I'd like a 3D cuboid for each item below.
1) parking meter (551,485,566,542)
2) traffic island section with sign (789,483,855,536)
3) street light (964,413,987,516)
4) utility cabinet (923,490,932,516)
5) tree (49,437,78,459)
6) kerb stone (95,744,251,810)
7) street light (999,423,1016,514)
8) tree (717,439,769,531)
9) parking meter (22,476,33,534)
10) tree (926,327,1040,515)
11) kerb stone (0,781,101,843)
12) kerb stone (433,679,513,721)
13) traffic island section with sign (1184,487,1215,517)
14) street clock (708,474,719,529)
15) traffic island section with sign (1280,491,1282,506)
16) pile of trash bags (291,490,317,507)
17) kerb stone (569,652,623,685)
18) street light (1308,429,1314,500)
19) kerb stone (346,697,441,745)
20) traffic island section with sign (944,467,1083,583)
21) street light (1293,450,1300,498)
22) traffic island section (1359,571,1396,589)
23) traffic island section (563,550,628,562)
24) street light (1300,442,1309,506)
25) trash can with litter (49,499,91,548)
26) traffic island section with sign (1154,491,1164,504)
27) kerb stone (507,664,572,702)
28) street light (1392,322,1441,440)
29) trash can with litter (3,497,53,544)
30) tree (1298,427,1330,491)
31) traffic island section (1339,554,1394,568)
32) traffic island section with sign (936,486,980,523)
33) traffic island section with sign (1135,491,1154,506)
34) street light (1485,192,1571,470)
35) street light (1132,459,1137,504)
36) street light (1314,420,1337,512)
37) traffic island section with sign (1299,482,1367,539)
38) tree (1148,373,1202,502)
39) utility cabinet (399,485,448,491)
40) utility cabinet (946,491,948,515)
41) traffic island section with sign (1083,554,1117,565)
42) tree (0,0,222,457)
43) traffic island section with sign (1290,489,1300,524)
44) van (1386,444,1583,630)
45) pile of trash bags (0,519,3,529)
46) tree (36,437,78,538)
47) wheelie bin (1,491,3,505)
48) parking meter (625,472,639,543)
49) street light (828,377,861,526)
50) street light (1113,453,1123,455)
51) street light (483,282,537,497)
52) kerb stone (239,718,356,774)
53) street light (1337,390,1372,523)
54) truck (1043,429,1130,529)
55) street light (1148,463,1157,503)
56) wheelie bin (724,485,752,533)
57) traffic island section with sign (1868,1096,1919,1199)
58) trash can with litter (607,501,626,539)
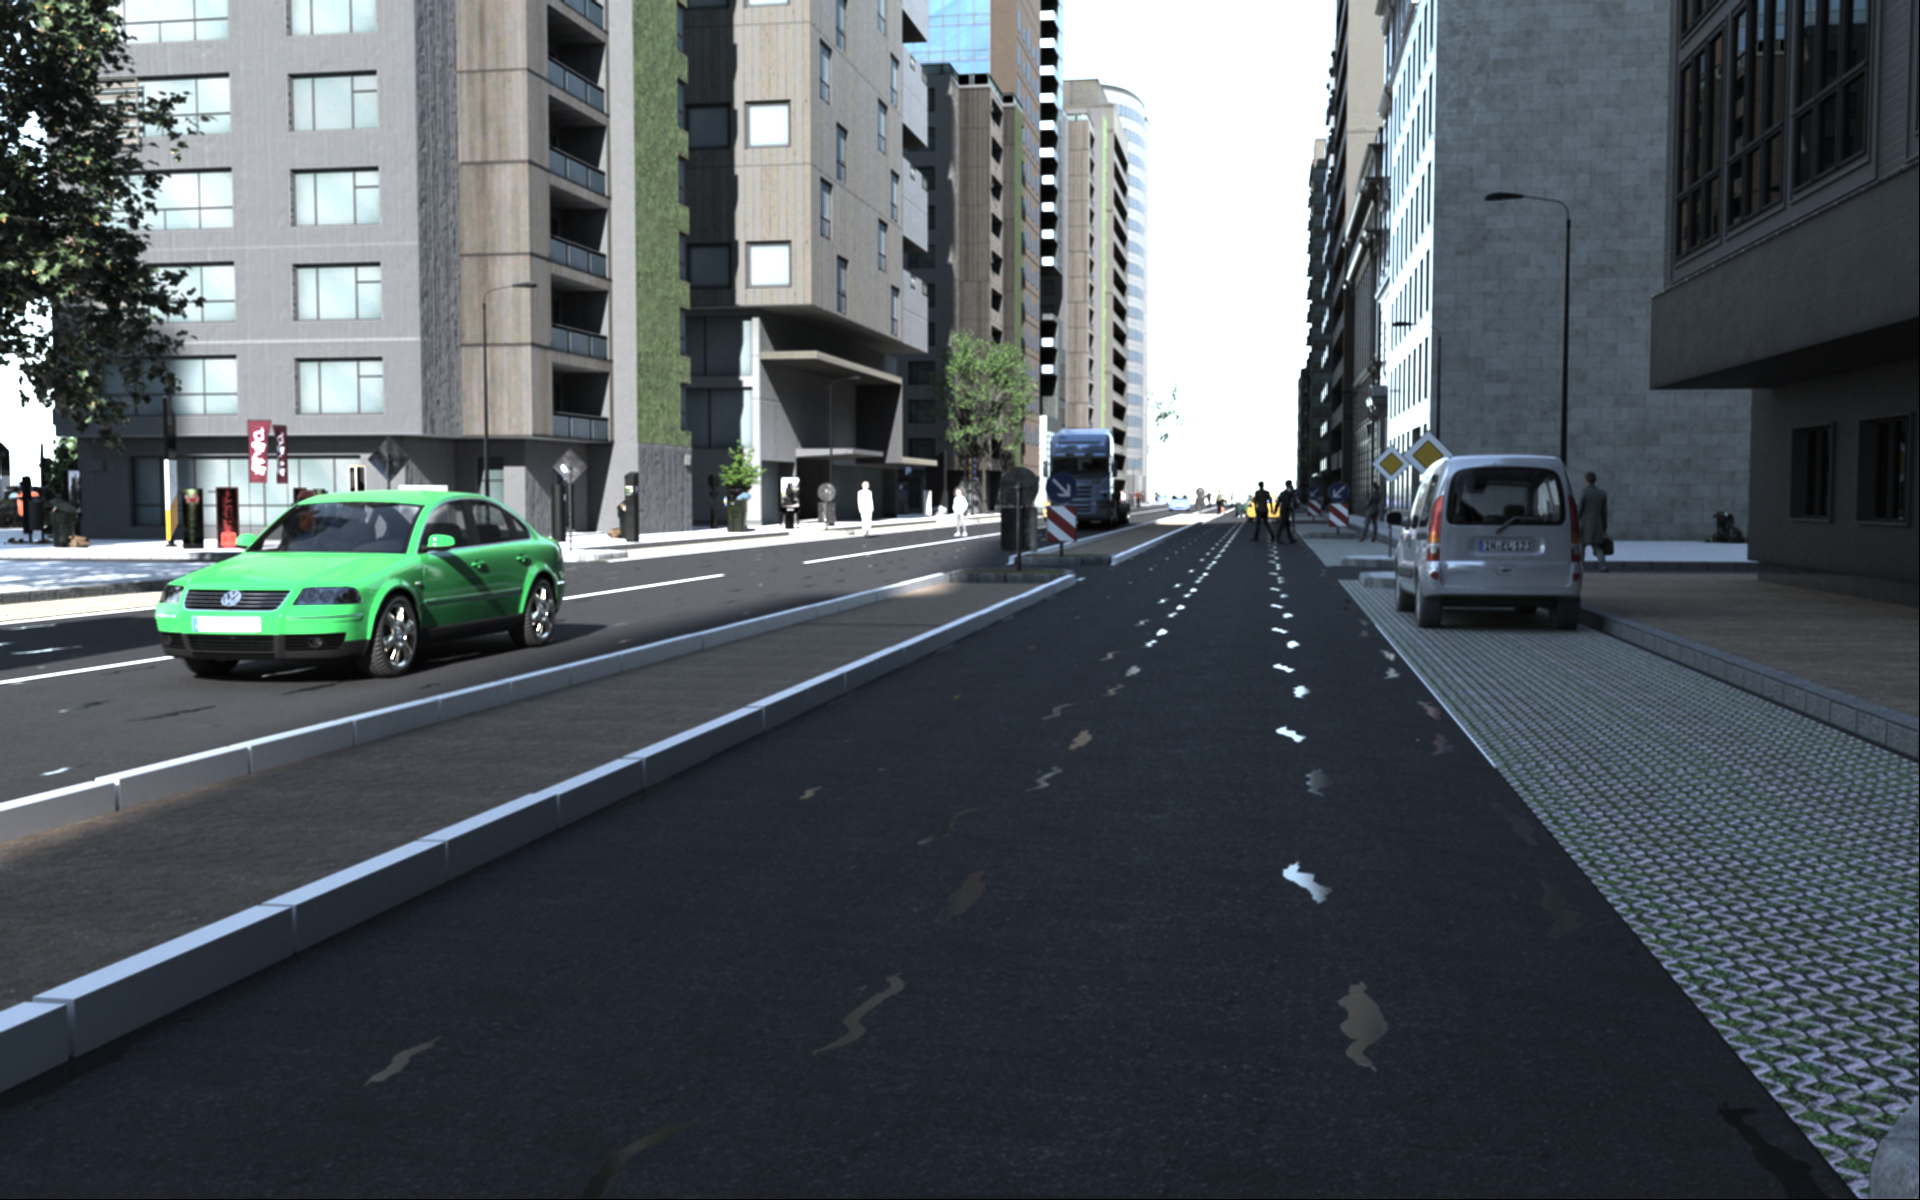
[{"bbox_3d":[-10.729,-2.317,46.298,0.372,1.533,0.369,0,3,0],"label":"parking meter"},{"bbox_3d":[-4.714,-3.147,60.086,1.989,1.847,2.006,1,4,10],"label":"traffic island section with sign"},{"bbox_3d":[0.832,-7.760,99.411,1.470,5.913,1.316,1,4,10],"label":"street light"},{"bbox_3d":[-1.889,-5.625,100.642,0.318,1.500,1.173,-1,4,-11],"label":"utility cabinet"},{"bbox_3d":[-36.649,-5.486,73.417,4.285,4.588,4.351,0,3,0],"label":"tree"},{"bbox_3d":[-3.755,0.850,8.298,0.120,0.150,1.000,1,4,10],"label":"kerb stone"},{"bbox_3d":[3.282,-8.631,113.650,1.470,5.913,1.316,1,4,10],"label":"street light"},{"bbox_3d":[-7.760,-4.040,60.658,1.663,3.219,1.824,0,3,0],"label":"tree"},{"bbox_3d":[-30.401,-3.103,56.448,0.255,1.863,0.399,-2,4,-24],"label":"parking meter"},{"bbox_3d":[1.412,-11.197,108.822,9.928,11.665,9.643,0,3,0],"label":"tree"},{"bbox_3d":[-3.931,0.920,7.280,0.120,0.150,1.000,1,4,10],"label":"kerb stone"},{"bbox_3d":[-3.217,0.664,11.337,0.120,0.150,1.000,1,4,10],"label":"kerb stone"},{"bbox_3d":[15.220,-6.224,109.901,2.006,1.907,1.989,1,4,10],"label":"traffic island section with sign"},{"bbox_3d":[-8.956,-3.577,63.051,0.358,2.002,0.471,-2,4,-33],"label":"street clock"},{"bbox_3d":[25.745,-7.631,133.397,1.989,1.847,2.006,1,4,10],"label":"traffic island section with sign"},{"bbox_3d":[-35.417,-4.973,91.062,1.912,1.369,3.447,1,4,12],"label":"pile of trash bags"},{"bbox_3d":[-2.857,0.540,13.362,0.120,0.150,1.000,1,4,10],"label":"kerb stone"},{"bbox_3d":[25.673,-9.194,122.864,1.470,5.913,1.316,1,4,10],"label":"street light"},{"bbox_3d":[-3.397,0.726,10.322,0.120,0.150,1.000,1,4,10],"label":"kerb stone"},{"bbox_3d":[0.887,-1.252,28.604,2.006,1.907,1.989,1,4,10],"label":"traffic island section with sign"},{"bbox_3d":[36.489,-12.942,184.137,1.470,5.913,1.316,1,4,10],"label":"street light"},{"bbox_3d":[7.346,-0.302,27.226,2.009,0.180,2.903,1,4,10],"label":"traffic island section"},{"bbox_3d":[-8.592,-0.970,38.139,2.009,0.180,2.903,1,4,10],"label":"traffic island section"},{"bbox_3d":[31.121,-11.067,153.493,1.470,5.913,1.316,1,4,10],"label":"street light"},{"bbox_3d":[-21.220,-1.836,41.399,1.055,1.170,0.624,1,4,23],"label":"trash can with litter"},{"bbox_3d":[27.798,-14.428,244.529,1.989,1.847,2.006,1,4,10],"label":"traffic island section with sign"},{"bbox_3d":[-3.038,0.602,12.355,0.120,0.150,1.000,1,4,10],"label":"kerb stone"},{"bbox_3d":[12.340,-4.537,46.727,1.470,5.913,1.316,1,4,10],"label":"street light"},{"bbox_3d":[-24.249,-2.086,45.164,2.233,1.210,1.678,2,4,27],"label":"trash can with litter"},{"bbox_3d":[39.347,-14.773,191.908,4.360,8.622,3.978,0,3,0],"label":"tree"},{"bbox_3d":[8.732,-0.783,35.091,2.009,0.180,2.903,1,4,10],"label":"traffic island section"},{"bbox_3d":[-0.030,-4.771,86.632,1.989,1.847,2.006,1,4,10],"label":"traffic island section with sign"},{"bbox_3d":[23.041,-12.779,217.558,1.989,1.847,2.006,1,4,10],"label":"traffic island section with sign"},{"bbox_3d":[8.764,-3.313,26.706,1.470,5.913,1.316,1,4,10],"label":"street light"},{"bbox_3d":[23.174,-15.519,226.277,1.470,5.913,1.316,1,4,10],"label":"street light"},{"bbox_3d":[23.020,-8.286,108.024,1.470,5.913,1.316,1,4,10],"label":"street light"},{"bbox_3d":[12.084,-2.892,55.916,1.989,1.847,2.006,1,4,10],"label":"traffic island section with sign"},{"bbox_3d":[31.184,-25.246,268.662,12.611,20.169,13.585,0,3,0],"label":"tree"},{"bbox_3d":[-13.574,-2.152,43.861,1.173,1.500,0.318,-1,4,-12],"label":"utility cabinet"},{"bbox_3d":[-1.331,-5.967,106.234,1.173,1.500,0.318,-1,4,-21],"label":"utility cabinet"},{"bbox_3d":[2.183,-1.698,35.897,2.006,1.907,1.989,1,4,10],"label":"traffic island section with sign"},{"bbox_3d":[-14.132,-6.391,21.493,9.611,12.733,9.660,0,3,0],"label":"tree"},{"bbox_3d":[16.970,-4.588,83.647,1.989,1.847,2.006,1,4,10],"label":"traffic island section with sign"},{"bbox_3d":[5.917,-0.775,19.678,2.013,2.044,4.112,1,4,10],"label":"van"},{"bbox_3d":[-35.571,-3.368,64.821,3.447,1.369,1.912,3,5,40],"label":"pile of trash bags"},{"bbox_3d":[-26.398,-3.452,51.044,1.663,3.219,1.824,0,3,0],"label":"tree"},{"bbox_3d":[-38.736,-3.851,70.876,0.980,1.594,0.693,1,4,21],"label":"wheelie bin"},{"bbox_3d":[-8.706,-2.462,45.968,0.255,1.863,0.399,1,4,11],"label":"parking meter"},{"bbox_3d":[-4.593,-5.886,68.778,1.470,5.913,1.316,1,4,10],"label":"street light"},{"bbox_3d":[17.723,-13.646,195.648,1.470,5.913,1.316,1,4,10],"label":"street light"},{"bbox_3d":[-9.933,-4.012,38.129,1.470,5.913,1.316,1,4,10],"label":"street light"},{"bbox_3d":[-3.577,0.788,9.313,0.120,0.150,1.000,1,4,10],"label":"kerb stone"},{"bbox_3d":[17.699,-6.412,77.372,1.470,5.913,1.316,1,4,10],"label":"street light"},{"bbox_3d":[5.974,-5.360,77.387,2.967,4.110,18.799,1,4,8],"label":"truck"},{"bbox_3d":[28.532,-17.393,256.922,1.470,5.913,1.316,1,4,10],"label":"street light"},{"bbox_3d":[-7.427,-3.052,57.812,0.980,1.594,0.693,0,4,4],"label":"wheelie bin"},{"bbox_3d":[2.713,0.356,2.802,1.989,1.847,2.006,1,4,10],"label":"traffic island section with sign"},{"bbox_3d":[-9.718,-2.343,49.693,1.055,1.170,0.624,3,4,37],"label":"trash can with litter"}]
